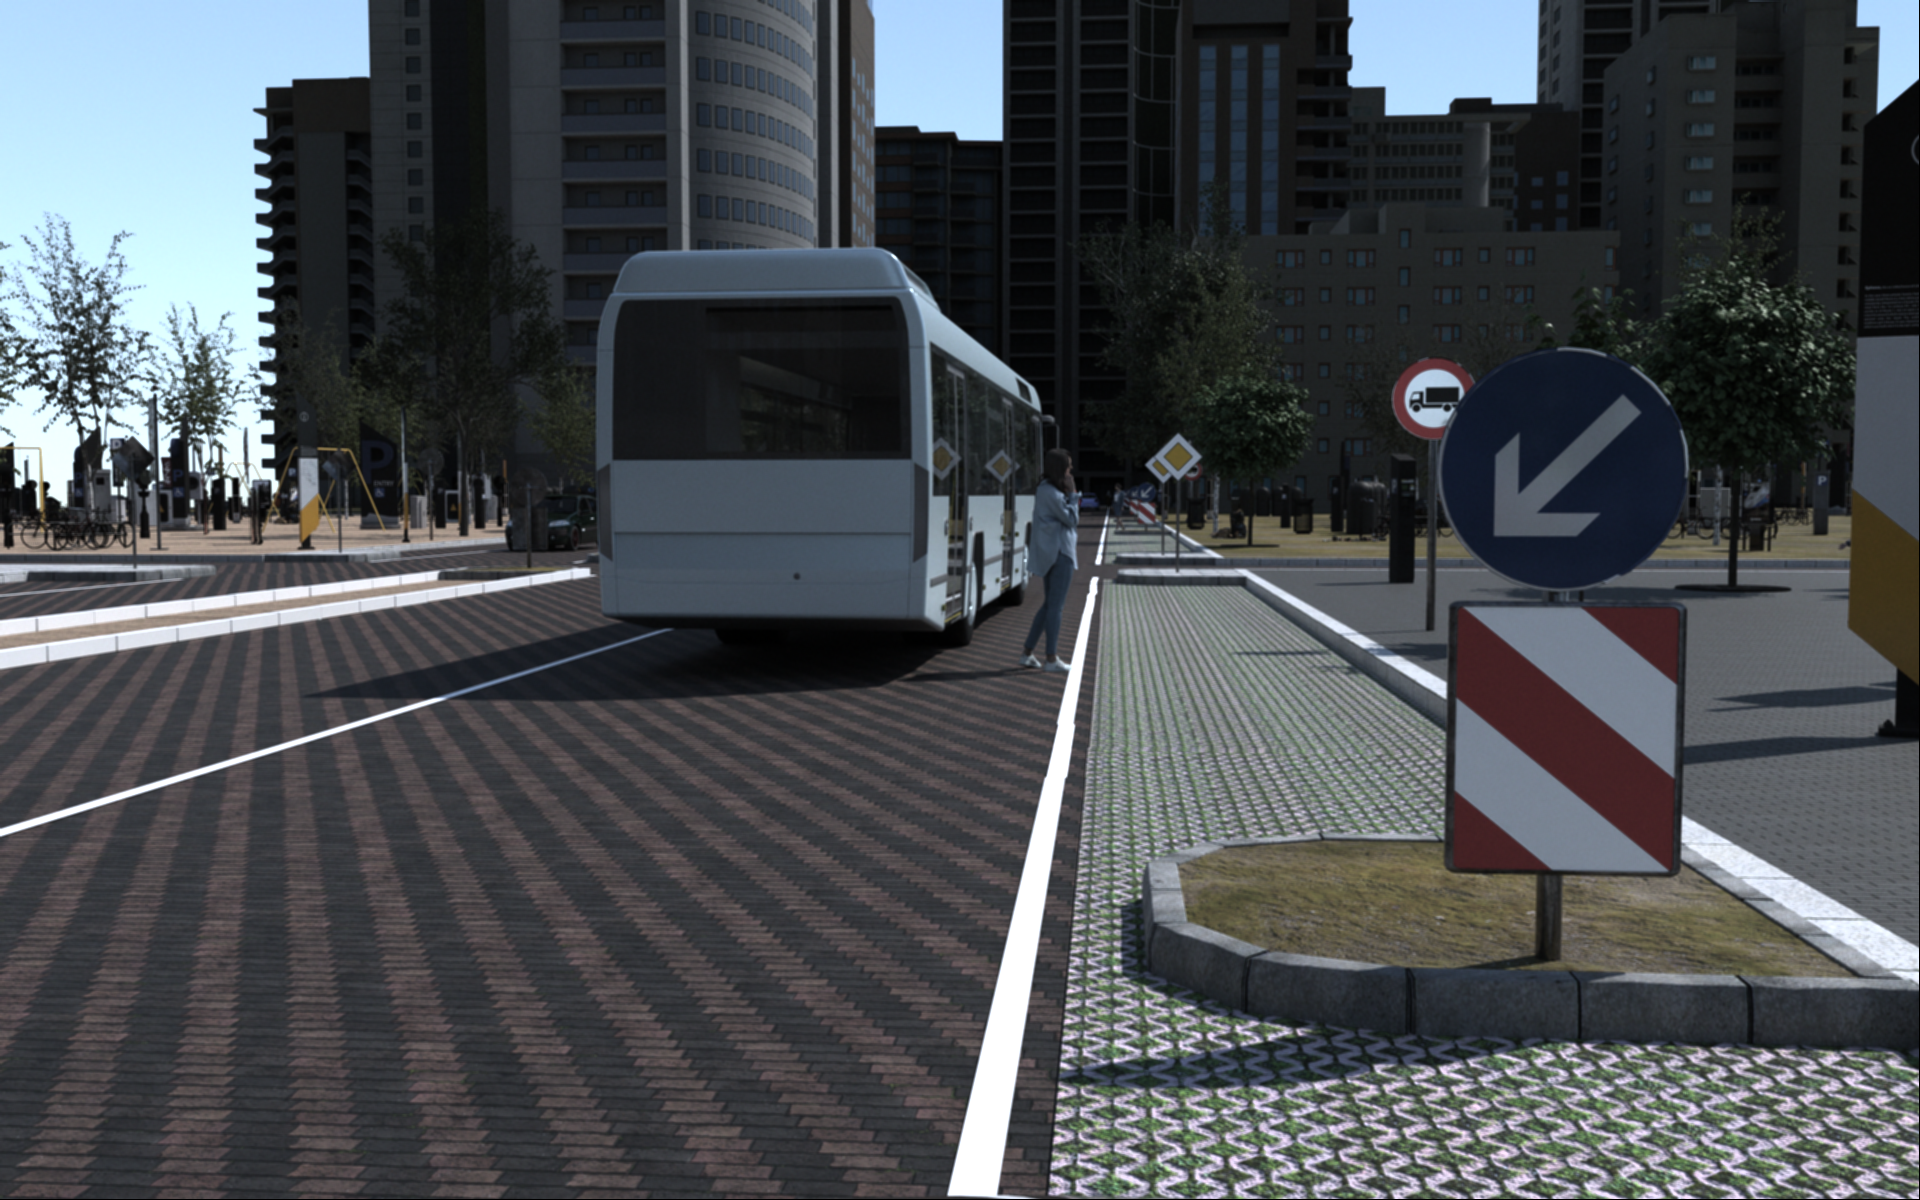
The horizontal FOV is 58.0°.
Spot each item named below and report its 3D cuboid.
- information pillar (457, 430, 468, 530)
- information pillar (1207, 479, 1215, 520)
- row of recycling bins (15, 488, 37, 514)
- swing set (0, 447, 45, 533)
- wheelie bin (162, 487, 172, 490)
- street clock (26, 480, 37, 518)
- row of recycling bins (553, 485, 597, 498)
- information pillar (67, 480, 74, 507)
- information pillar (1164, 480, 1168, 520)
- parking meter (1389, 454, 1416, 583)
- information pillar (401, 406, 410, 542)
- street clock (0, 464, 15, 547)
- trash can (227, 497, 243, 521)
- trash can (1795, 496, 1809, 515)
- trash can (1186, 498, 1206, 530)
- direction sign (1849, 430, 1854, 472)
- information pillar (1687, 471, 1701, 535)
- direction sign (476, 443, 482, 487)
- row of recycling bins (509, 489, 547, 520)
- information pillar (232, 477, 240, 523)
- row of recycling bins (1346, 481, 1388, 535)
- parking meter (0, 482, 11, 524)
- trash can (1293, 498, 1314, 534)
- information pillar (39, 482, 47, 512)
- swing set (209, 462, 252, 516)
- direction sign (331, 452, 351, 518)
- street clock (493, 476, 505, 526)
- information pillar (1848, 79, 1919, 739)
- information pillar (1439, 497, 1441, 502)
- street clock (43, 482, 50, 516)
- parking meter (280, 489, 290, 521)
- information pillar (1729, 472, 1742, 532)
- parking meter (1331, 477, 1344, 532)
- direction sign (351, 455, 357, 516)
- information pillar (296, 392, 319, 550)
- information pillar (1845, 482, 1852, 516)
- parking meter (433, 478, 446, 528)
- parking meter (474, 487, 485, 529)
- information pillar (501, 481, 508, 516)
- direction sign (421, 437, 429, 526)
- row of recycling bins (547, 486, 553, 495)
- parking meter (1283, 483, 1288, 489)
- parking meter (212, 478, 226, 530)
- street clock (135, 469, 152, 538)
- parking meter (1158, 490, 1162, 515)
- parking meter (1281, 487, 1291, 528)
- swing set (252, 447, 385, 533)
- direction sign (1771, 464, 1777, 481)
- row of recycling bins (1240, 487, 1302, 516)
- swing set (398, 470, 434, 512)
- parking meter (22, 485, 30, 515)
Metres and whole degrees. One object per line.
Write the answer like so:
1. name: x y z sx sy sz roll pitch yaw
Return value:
1. information pillar: -17.787 -4.317 61.934 0.504 3.616 0.183 3 4 39
2. information pillar: 12.616 -5.047 87.017 0.304 2.012 0.304 -3 4 -36
3. row of recycling bins: -59.645 -6.216 108.749 1.069 1.692 3.534 2 4 24
4. swing set: -32.127 -3.652 57.333 3.119 2.851 2.862 -2 4 -26
5. wheelie bin: -36.534 -4.410 80.005 0.693 1.594 0.980 1 4 21
6. street clock: -47.192 -5.108 88.083 0.471 2.002 0.358 -3 5 -44
7. row of recycling bins: -16.729 -4.402 79.082 1.069 1.692 3.534 3 4 36
8. information pillar: -46.782 -5.302 91.172 0.304 2.012 0.304 -3 5 -42
9. information pillar: 10.337 -5.071 87.406 0.304 2.012 0.304 0 4 3
10. parking meter: 6.393 -1.181 25.016 0.255 1.863 0.399 0 4 -8
11. information pillar: -14.708 -3.337 45.908 0.183 3.616 0.504 -1 4 -22
12. street clock: -23.128 -2.293 42.064 0.358 2.002 0.471 -1 4 -21
13. trash can: -34.627 -4.348 82.737 0.748 1.137 0.748 0 3 0
14. trash can: 51.320 -5.745 105.581 0.748 1.137 0.748 0 3 0
15. trash can: 8.550 -3.127 62.773 0.748 1.137 0.748 0 3 0
16. direction sign: 31.693 -4.208 60.801 0.876 3.537 0.379 1 4 23
17. information pillar: 23.000 -3.045 54.283 0.304 2.012 0.304 2 4 35
18. direction sign: -21.359 -5.194 76.917 0.379 3.537 0.876 -2 4 -29
19. row of recycling bins: -14.968 -3.214 59.660 1.069 1.692 3.534 -1 4 -17
20. information pillar: -31.797 -4.378 76.069 0.304 2.012 0.304 -1 4 -21
21. row of recycling bins: 13.235 -2.995 56.080 1.069 1.692 3.534 1 4 23
22. parking meter: -41.328 -4.236 74.969 0.399 1.863 0.255 0 4 -5
23. trash can: 11.069 -2.702 55.833 0.748 1.137 0.748 0 3 0
24. information pillar: -54.093 -5.976 102.191 0.304 2.012 0.304 -1 4 -15
25. swing set: -35.953 -5.462 86.926 2.862 2.851 3.119 0 4 -4
26. direction sign: -33.582 -6.212 93.569 0.876 3.537 0.379 1 4 21
27. street clock: -18.235 -3.915 68.581 0.471 2.002 0.358 -1 4 -18
28. information pillar: 4.981 -1.085 9.092 0.504 3.616 0.183 2 4 26
29. information pillar: 23.997 -5.780 85.864 0.504 3.616 0.183 2 4 27
30. street clock: -53.306 -5.895 100.957 0.471 2.002 0.358 0 4 8
31. parking meter: -32.535 -4.584 83.357 0.372 1.533 0.369 0 3 0
32. information pillar: 25.701 -3.234 57.372 0.304 2.012 0.304 1 4 10
33. parking meter: 12.759 -3.233 58.568 0.255 1.863 0.399 -3 5 -39
34. direction sign: -36.559 -6.831 103.676 0.379 3.537 0.876 1 4 18
35. information pillar: -15.068 -2.975 40.001 0.183 3.616 0.504 2 4 35
36. information pillar: 52.611 -5.992 102.468 0.304 2.012 0.304 -3 5 -43
37. parking meter: -19.430 -3.606 64.666 0.399 1.863 0.255 -2 4 -28
38. parking meter: -17.737 -3.397 63.954 0.372 1.533 0.369 0 3 0
39. information pillar: -26.588 -5.906 101.063 0.304 2.012 0.304 1 4 15
40. direction sign: -21.462 -4.726 69.266 0.379 3.537 0.876 -1 4 -23
41. row of recycling bins: -21.671 -5.254 93.017 1.069 1.692 3.534 1 4 10
42. parking meter: 17.226 -5.261 91.722 0.255 1.863 0.399 0 4 2
43. parking meter: -26.266 -3.405 61.375 0.399 1.863 0.255 0 4 5
44. street clock: -23.732 -2.802 50.375 0.358 2.002 0.471 2 4 24
45. parking meter: 12.074 -5.855 104.147 0.372 1.533 0.369 0 3 0
46. parking meter: 12.283 -3.479 65.295 0.372 1.533 0.369 0 3 0
47. swing set: -21.744 -3.751 58.956 2.862 2.851 3.119 1 4 16
48. direction sign: 48.002 -6.762 102.562 0.876 3.537 0.379 -2 4 -24
49. row of recycling bins: 17.997 -5.688 100.119 3.534 1.692 1.069 0 4 5
50. swing set: -35.965 -7.093 113.598 2.862 2.851 3.119 0 4 -6
51. parking meter: -58.077 -6.235 107.654 0.255 1.863 0.399 0 4 3
